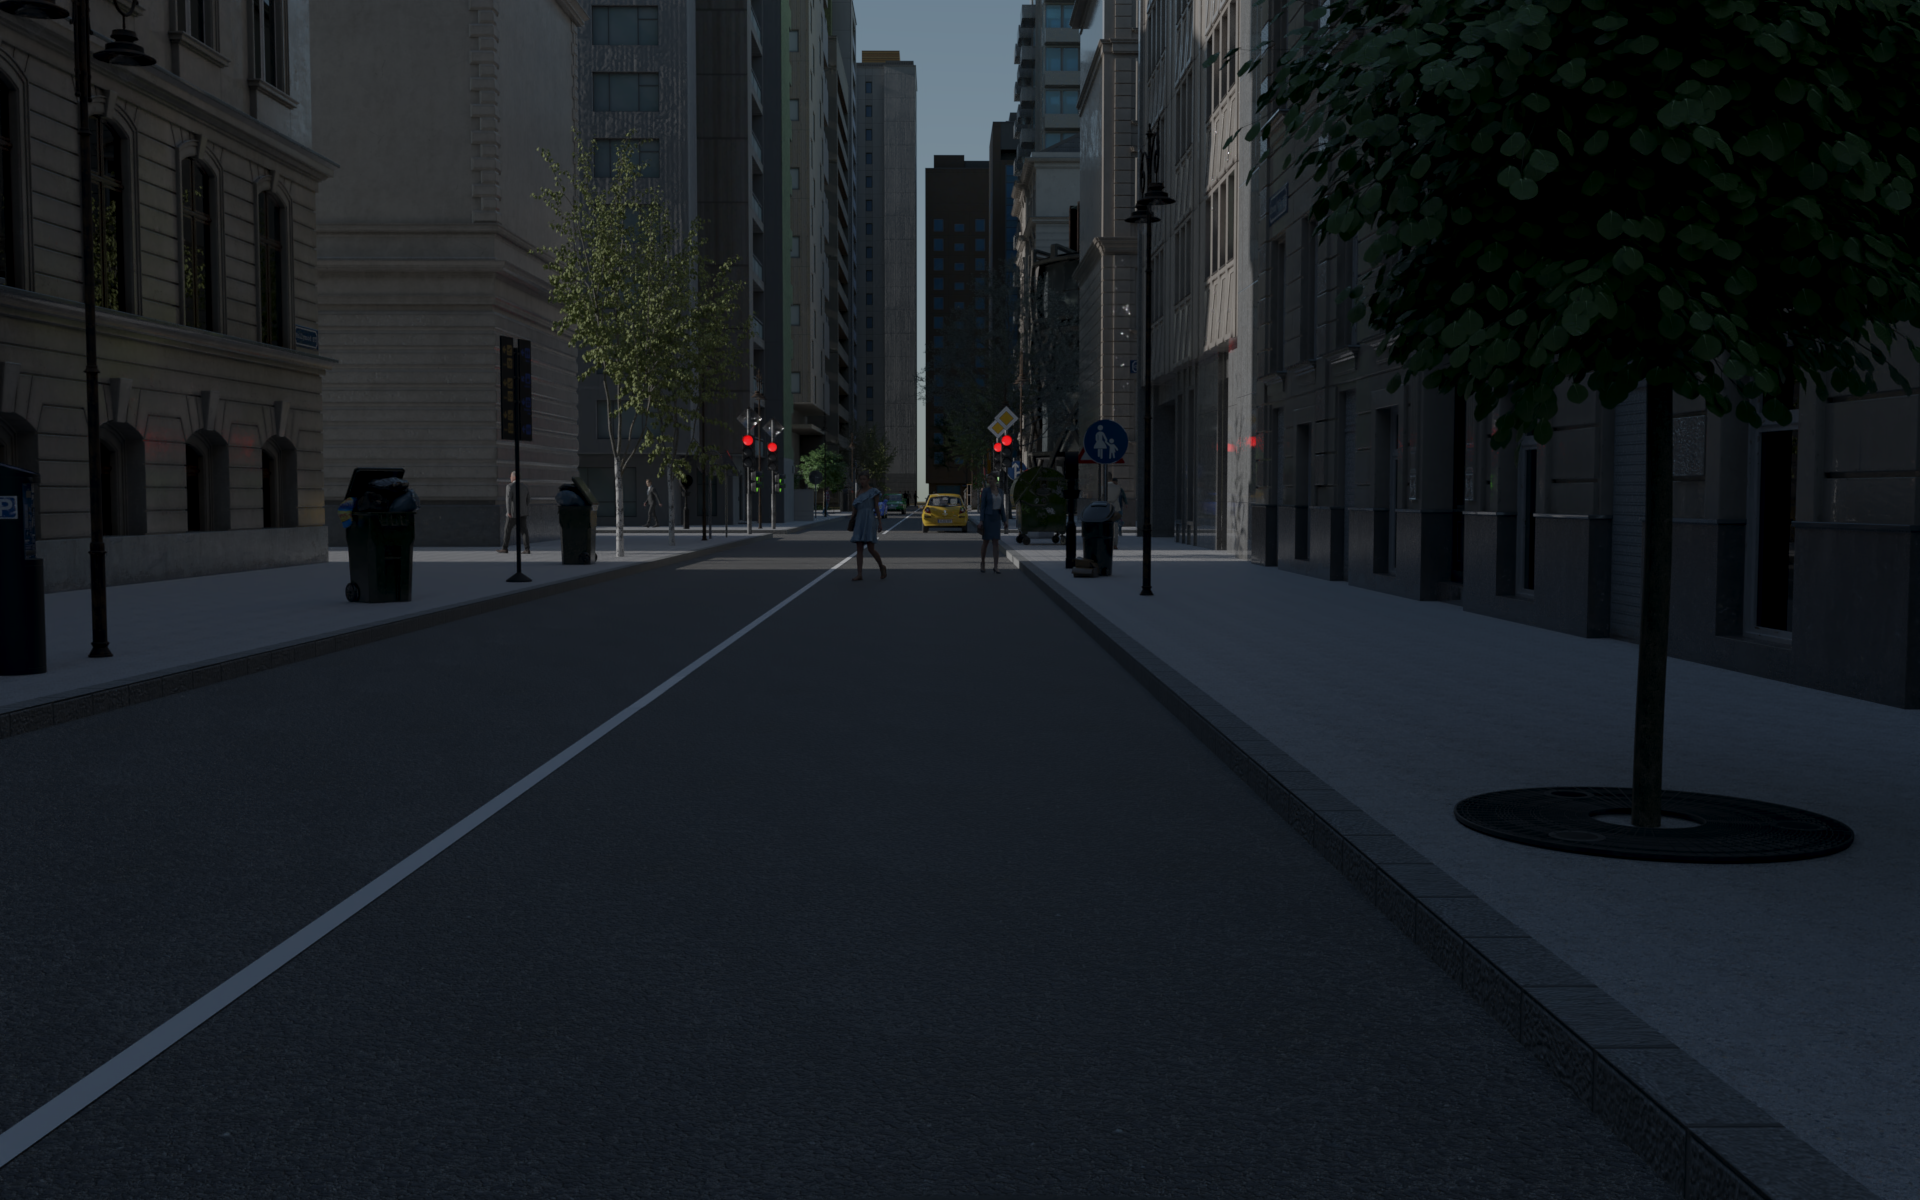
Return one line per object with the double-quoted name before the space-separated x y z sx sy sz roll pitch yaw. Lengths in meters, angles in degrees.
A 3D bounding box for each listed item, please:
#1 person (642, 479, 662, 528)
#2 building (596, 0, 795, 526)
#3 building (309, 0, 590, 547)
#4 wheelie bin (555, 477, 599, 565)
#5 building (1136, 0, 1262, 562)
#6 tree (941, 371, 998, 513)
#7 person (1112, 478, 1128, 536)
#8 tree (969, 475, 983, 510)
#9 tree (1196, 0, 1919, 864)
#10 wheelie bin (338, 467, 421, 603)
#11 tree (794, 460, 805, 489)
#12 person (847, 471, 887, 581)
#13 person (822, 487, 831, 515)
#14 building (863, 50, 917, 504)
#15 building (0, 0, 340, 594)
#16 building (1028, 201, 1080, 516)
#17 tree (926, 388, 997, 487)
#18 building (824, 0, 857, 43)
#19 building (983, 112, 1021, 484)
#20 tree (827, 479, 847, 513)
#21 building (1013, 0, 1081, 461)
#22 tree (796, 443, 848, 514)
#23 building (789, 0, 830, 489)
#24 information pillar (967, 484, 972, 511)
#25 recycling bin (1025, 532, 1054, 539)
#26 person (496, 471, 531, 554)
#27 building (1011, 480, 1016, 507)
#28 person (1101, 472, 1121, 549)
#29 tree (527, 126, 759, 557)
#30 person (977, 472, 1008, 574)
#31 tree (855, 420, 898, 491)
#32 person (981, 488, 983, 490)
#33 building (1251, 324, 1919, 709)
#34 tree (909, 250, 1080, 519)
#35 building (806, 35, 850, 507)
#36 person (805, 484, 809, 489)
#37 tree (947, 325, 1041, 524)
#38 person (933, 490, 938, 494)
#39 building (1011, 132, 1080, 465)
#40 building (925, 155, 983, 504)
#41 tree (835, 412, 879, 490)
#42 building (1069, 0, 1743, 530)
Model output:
"person" -11.809 -3.684 66.061 0.755 1.850 0.659 -2 4 -30
"building" -14.760 -23.844 73.444 14.154 41.232 14.086 0 4 -1
"building" -20.442 -13.278 45.968 19.941 23.489 11.050 0 4 -1
"wheelie bin" -6.980 -1.446 31.554 0.693 1.594 0.980 0 4 0
"building" 11.419 -13.679 41.667 12.078 24.808 19.932 0 4 -1
"tree" 1.234 -9.131 99.654 4.737 8.622 4.395 0 3 0
"person" 4.733 -2.825 52.584 0.623 1.781 0.721 -1 4 -15
"tree" 1.694 -9.148 144.171 1.663 3.219 1.824 0 3 0
"tree" 2.573 -1.399 6.584 4.285 4.588 4.351 0 3 0
"wheelie bin" -6.859 -0.776 20.599 0.693 1.594 0.980 3 5 42
"tree" -10.927 -6.847 106.546 1.663 3.219 1.824 0 3 0
"person" -1.567 -1.231 28.725 0.616 1.811 0.778 3 4 38
"person" -8.021 -5.928 103.809 0.643 1.720 0.563 -1 4 -15
"building" -19.852 -42.305 233.682 28.212 58.520 21.231 0 4 -1
"building" -16.819 -11.972 14.824 14.460 24.649 34.723 0 4 -1
"building" 12.563 -14.631 106.661 16.820 18.784 16.811 0 4 -1
"tree" 0.429 -13.380 153.178 7.601 10.594 8.767 0 4 3
"building" -26.094 -40.203 199.326 28.212 58.520 21.231 0 4 -1
"building" 10.515 -33.881 204.070 14.600 45.320 14.200 0 4 -1
"tree" -8.373 -7.467 116.682 1.663 3.219 1.824 0 3 0
"building" 16.283 -32.864 156.940 23.786 49.044 30.456 0 4 -1
"tree" -8.812 -7.784 110.977 4.285 4.588 4.351 0 3 0
"building" -25.547 -34.363 151.074 28.713 52.752 27.495 0 4 -1
"information pillar" 0.707 -7.664 129.798 0.304 2.012 0.304 1 4 9
"recycling bin" 2.238 -2.296 50.093 0.722 1.027 0.722 3 5 44
"person" -9.564 -1.878 37.147 0.834 1.777 0.661 2 4 28
"building" 19.645 -30.170 185.161 32.217 40.220 23.993 0 4 -1
"person" 3.453 -2.077 40.185 0.511 1.800 0.466 -2 4 -27
"tree" -6.779 -5.186 35.147 4.737 8.622 4.395 0 3 0
"person" 0.576 -1.397 31.370 0.581 1.822 0.654 -1 4 -13
"tree" -8.559 -13.628 173.187 4.737 8.622 4.395 0 3 0
"person" 1.790 -8.005 137.112 0.419 1.800 0.721 -2 4 -30
"building" 11.153 -13.568 19.109 12.463 27.353 25.104 0 4 -1
"tree" 2.457 -10.870 88.090 12.009 13.543 11.850 0 3 0
"building" -22.553 -33.844 177.048 21.300 48.544 21.600 0 4 -1
"person" -8.362 -5.437 95.040 0.767 1.812 0.694 -3 5 -45
"tree" 1.699 -7.586 74.392 4.360 8.622 3.978 0 3 0
"person" -2.251 -9.274 160.073 1.348 1.831 0.705 0 4 3
"building" 11.057 -20.756 126.751 14.401 28.519 23.554 0 4 -1
"building" 2.517 -35.569 231.664 14.200 45.320 14.600 0 4 -1
"tree" -8.783 -12.224 150.225 4.360 8.622 3.978 0 3 0
"building" 17.527 -16.835 72.511 25.104 27.353 12.463 0 4 -1
